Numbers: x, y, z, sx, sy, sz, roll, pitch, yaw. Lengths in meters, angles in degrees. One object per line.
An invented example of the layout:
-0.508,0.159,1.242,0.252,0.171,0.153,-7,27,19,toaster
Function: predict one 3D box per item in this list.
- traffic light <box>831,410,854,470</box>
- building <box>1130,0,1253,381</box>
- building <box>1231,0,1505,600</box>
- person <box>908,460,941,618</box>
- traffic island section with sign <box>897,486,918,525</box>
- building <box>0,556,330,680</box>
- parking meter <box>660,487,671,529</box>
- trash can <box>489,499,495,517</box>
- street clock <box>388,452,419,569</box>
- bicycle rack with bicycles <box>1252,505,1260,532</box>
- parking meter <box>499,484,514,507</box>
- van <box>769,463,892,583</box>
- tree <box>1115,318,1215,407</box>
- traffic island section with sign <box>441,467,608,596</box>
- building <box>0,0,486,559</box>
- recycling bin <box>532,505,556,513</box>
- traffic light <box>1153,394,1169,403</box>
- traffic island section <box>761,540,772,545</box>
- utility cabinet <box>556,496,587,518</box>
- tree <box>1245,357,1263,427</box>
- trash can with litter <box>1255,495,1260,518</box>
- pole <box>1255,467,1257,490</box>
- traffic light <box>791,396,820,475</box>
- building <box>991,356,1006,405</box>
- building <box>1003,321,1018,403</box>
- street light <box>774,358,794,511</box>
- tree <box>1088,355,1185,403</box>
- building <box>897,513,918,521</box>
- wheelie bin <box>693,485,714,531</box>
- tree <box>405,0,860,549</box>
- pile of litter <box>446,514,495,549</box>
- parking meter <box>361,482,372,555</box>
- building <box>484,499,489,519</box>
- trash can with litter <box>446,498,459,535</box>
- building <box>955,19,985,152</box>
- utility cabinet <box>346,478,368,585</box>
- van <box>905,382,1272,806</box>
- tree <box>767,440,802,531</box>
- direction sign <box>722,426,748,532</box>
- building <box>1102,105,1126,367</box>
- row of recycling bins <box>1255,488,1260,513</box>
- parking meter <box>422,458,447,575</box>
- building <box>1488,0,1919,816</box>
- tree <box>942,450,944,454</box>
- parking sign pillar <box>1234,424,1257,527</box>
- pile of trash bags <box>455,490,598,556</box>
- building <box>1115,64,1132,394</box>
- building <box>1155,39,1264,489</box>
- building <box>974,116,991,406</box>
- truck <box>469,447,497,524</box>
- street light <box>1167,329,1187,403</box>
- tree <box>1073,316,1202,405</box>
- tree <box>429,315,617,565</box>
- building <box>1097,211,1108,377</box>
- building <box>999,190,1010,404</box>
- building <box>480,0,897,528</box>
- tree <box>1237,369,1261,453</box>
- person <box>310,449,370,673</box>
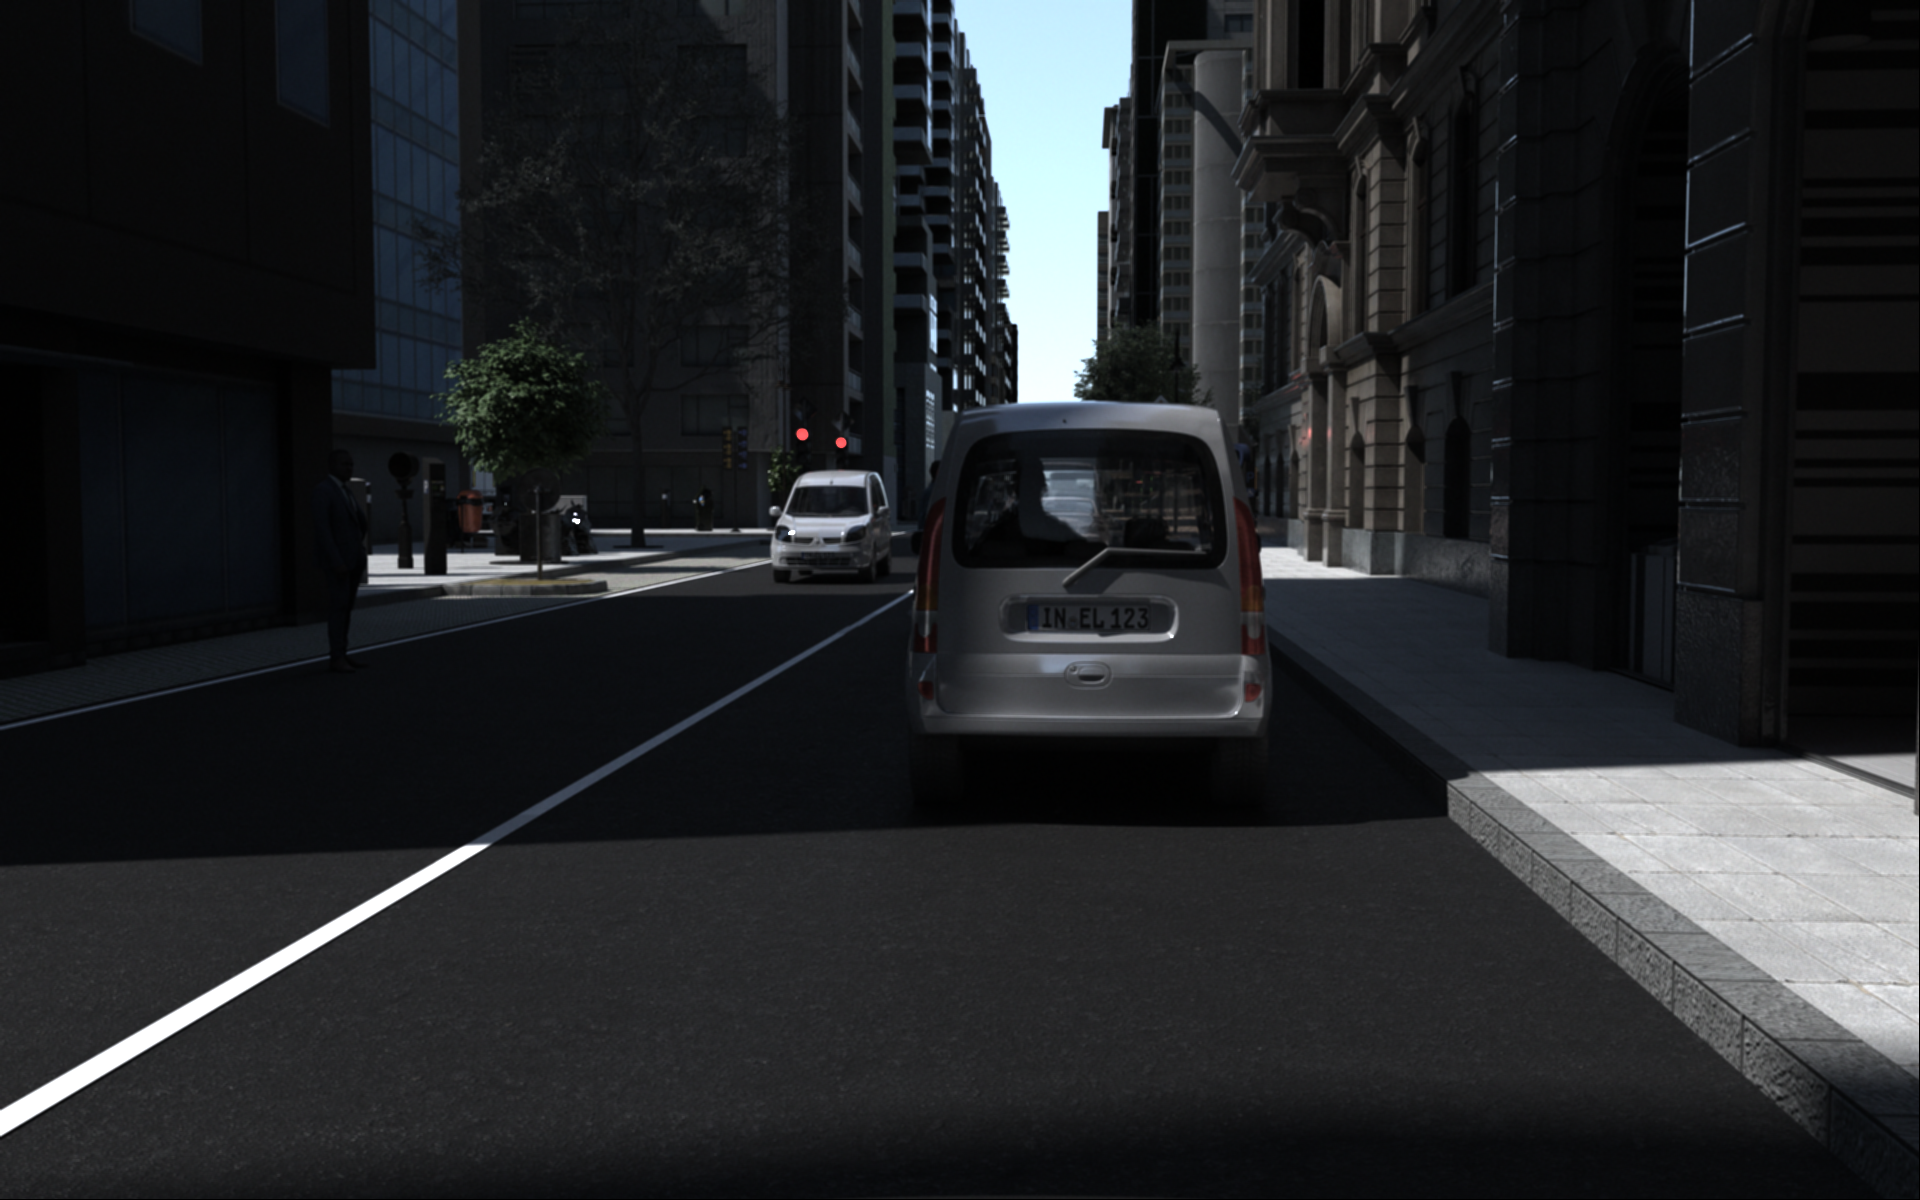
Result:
-3.888,-4.199,57.573,0.839,4.253,0.868,0,4,4,traffic light
24.593,-44.430,164.683,20.563,71.187,20.611,0,4,4,building
12.310,-12.946,30.745,14.460,24.649,34.723,0,4,4,building
-0.324,-0.572,18.199,0.444,1.785,0.601,0,4,2,person
-2.334,-4.400,80.560,1.989,1.847,2.006,0,4,4,traffic island section with sign
-14.041,-22.132,11.961,14.600,45.320,14.200,0,4,4,building
-10.750,-3.355,63.268,0.372,1.533,0.369,0,3,0,parking meter
-22.638,-4.415,83.831,0.748,1.137,0.748,0,3,0,trash can
-9.551,-1.542,29.781,0.471,2.002,0.358,1,4,13,street clock
9.751,-2.670,57.038,2.925,0.926,2.852,-1,4,-21,bicycle rack with bicycles
-11.701,-2.221,44.731,0.372,1.533,0.369,0,3,0,parking meter
-2.126,-1.364,29.309,2.013,2.044,4.112,0,4,3,van
8.378,-7.457,72.277,4.737,8.622,4.395,0,3,0,tree
-6.220,-1.008,25.105,1.989,1.847,2.006,0,4,4,traffic island section with sign
-21.273,-24.006,42.616,14.200,45.320,14.600,0,4,4,building
-14.209,-2.836,58.918,0.722,1.027,0.722,2,4,25,recycling bin
5.643,-3.670,48.921,0.839,4.253,0.868,0,4,4,traffic light
-4.484,-1.680,49.745,2.009,0.180,2.903,0,4,4,traffic island section
-13.151,-2.902,58.601,1.020,1.237,0.306,1,4,13,utility cabinet
17.097,-8.385,87.463,4.737,8.622,4.395,0,3,0,tree
15.976,-4.956,92.088,1.678,1.210,2.233,1,4,10,trash can with litter
22.228,-8.357,130.487,0.158,3.312,0.155,0,3,0,pole
-4.445,-3.712,49.607,0.839,4.253,0.868,0,4,4,traffic light
-8.314,-23.643,231.600,27.650,21.520,28.899,0,4,4,building
2.234,-31.295,283.368,14.160,30.474,14.107,0,4,4,building
-5.887,-5.219,58.119,0.468,5.910,1.993,0,4,4,street light
11.881,-11.051,115.101,8.767,10.594,7.601,0,4,-1,tree
-11.773,-48.081,98.799,22.319,86.520,31.000,0,4,4,building
-8.820,-3.167,59.690,0.693,1.594,0.980,-1,4,-18,wheelie bin
-7.654,-7.972,40.710,12.009,13.543,11.850,0,3,0,tree
-11.719,-1.663,41.147,1.719,0.858,1.176,-1,4,-12,pile of litter
-12.585,-1.716,36.463,0.372,1.533,0.369,0,3,0,parking meter
-34.873,-25.365,69.337,28.867,44.769,22.147,0,4,4,building
-13.250,-2.081,45.419,0.624,1.170,1.055,-1,4,-19,trash can with litter
-8.916,-34.240,179.440,23.786,49.044,30.456,0,4,4,building
-8.806,-0.932,23.909,1.173,1.500,0.318,-3,5,-44,utility cabinet
0.678,-0.145,9.377,2.013,2.044,4.112,0,4,4,van
-6.336,-4.046,60.746,1.663,3.219,1.824,0,3,0,tree
-7.546,-4.045,58.132,0.876,3.537,0.379,1,4,13,direction sign
33.271,-39.177,229.780,28.713,52.752,27.495,0,4,4,building
20.619,-6.721,117.007,3.534,1.692,1.069,2,4,30,row of recycling bins
-8.375,-1.340,27.612,0.255,1.863,0.399,-3,4,-37,parking meter
9.373,-9.775,1.628,13.314,21.916,24.055,0,4,4,building
-1.103,-8.859,128.559,4.285,4.588,4.351,0,3,0,tree
10.881,-4.772,66.491,1.447,3.967,1.447,-1,4,-15,parking sign pillar
-9.376,-1.659,36.884,3.447,1.369,1.912,2,4,27,pile of trash bags
28.411,-34.926,190.640,23.786,49.044,30.456,0,4,4,building
28.898,-27.592,143.014,32.217,40.220,23.993,0,4,4,building
-3.616,-33.726,201.525,14.600,45.320,14.200,0,4,4,building
-20.416,-3.999,54.294,11.283,4.237,2.839,0,4,3,truck
6.059,-4.632,48.527,0.468,5.910,1.993,0,4,4,street light
12.607,-13.370,125.250,9.857,13.997,8.962,0,3,0,tree
-8.055,-2.947,31.902,4.285,4.588,4.351,0,3,0,tree
26.875,-34.729,251.407,14.154,41.232,14.086,0,4,4,building
-3.865,-39.225,260.932,23.786,49.044,30.456,0,4,4,building
-10.294,-23.604,69.518,14.154,41.232,14.086,0,4,4,building
18.142,-9.260,101.757,4.360,8.622,3.978,0,3,0,tree
-5.077,-0.335,14.167,0.419,1.800,0.721,0,4,-3,person
